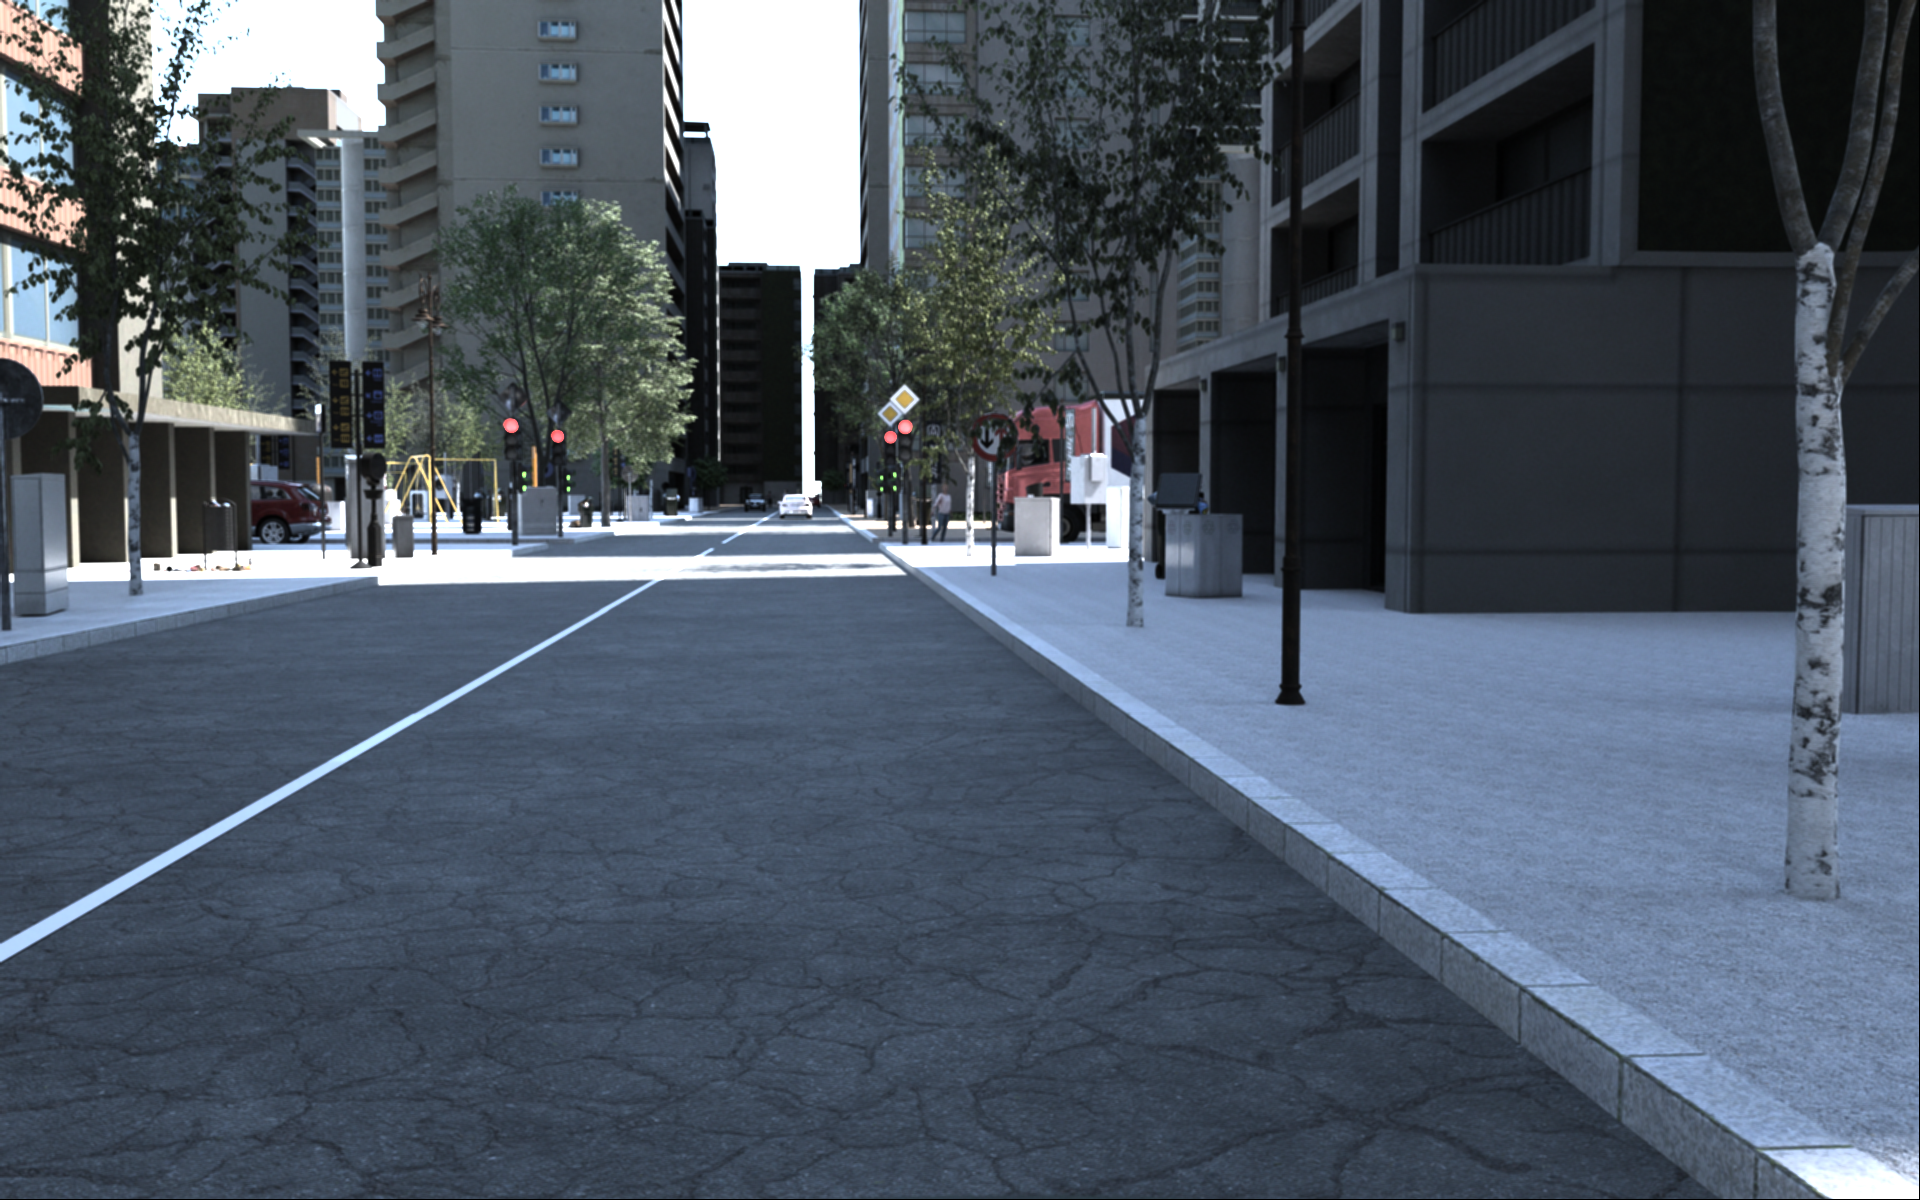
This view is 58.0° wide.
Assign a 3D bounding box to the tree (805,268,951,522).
[{"bbox_3d":[-3.540,-9.475,80.669,9.928,11.665,9.643,0,3,0],"label":"tree"}]

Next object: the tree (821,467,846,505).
[{"bbox_3d":[-14.890,-13.493,204.331,4.285,4.588,4.351,0,3,0],"label":"tree"}]

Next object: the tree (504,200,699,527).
[{"bbox_3d":[-14.300,-9.146,67.658,7.486,12.596,7.792,0,3,0],"label":"tree"}]

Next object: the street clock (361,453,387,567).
[{"bbox_3d":[-10.290,-1.580,30.406,0.358,2.002,0.471,1,4,17],"label":"street clock"}]

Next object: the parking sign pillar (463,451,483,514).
[{"bbox_3d":[-30.915,-7.431,109.972,1.447,3.967,1.447,2,4,24],"label":"parking sign pillar"}]

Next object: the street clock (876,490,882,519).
[{"bbox_3d":[-4.232,-5.270,90.732,0.471,2.002,0.358,-1,4,-21],"label":"street clock"}]

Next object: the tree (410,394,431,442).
[{"bbox_3d":[-35.645,-9.618,107.618,4.737,8.622,4.395,0,3,0],"label":"tree"}]

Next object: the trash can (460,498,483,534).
[{"bbox_3d":[-15.698,-2.694,55.694,0.748,1.137,0.748,0,3,0],"label":"trash can"}]

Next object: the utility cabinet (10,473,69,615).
[{"bbox_3d":[-9.893,-0.607,18.610,0.318,1.500,1.173,-1,4,-17],"label":"utility cabinet"}]

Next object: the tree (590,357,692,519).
[{"bbox_3d":[-16.123,-8.578,90.612,4.737,8.622,4.395,0,3,0],"label":"tree"}]

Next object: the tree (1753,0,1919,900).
[{"bbox_3d":[2.718,-3.345,5.046,4.360,8.622,3.978,0,3,0],"label":"tree"}]

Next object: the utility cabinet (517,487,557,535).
[{"bbox_3d":[-13.036,-2.739,53.461,1.173,1.500,0.318,-3,4,-39],"label":"utility cabinet"}]

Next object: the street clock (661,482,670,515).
[{"bbox_3d":[-17.849,-6.141,104.973,0.471,2.002,0.358,-2,4,-32],"label":"street clock"}]

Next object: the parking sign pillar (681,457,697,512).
[{"bbox_3d":[-19.571,-8.400,125.814,1.447,3.967,1.447,1,4,14],"label":"parking sign pillar"}]

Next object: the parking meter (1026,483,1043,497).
[{"bbox_3d":[1.634,-1.815,38.091,0.372,1.533,0.369,0,3,0],"label":"parking meter"}]

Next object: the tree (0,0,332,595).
[{"bbox_3d":[-10.437,-4.383,22.022,4.737,8.622,4.395,0,3,0],"label":"tree"}]

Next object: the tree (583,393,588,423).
[{"bbox_3d":[-19.273,-9.032,98.030,4.737,8.622,4.395,0,3,0],"label":"tree"}]

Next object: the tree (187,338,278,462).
[{"bbox_3d":[-34.166,-8.024,81.560,4.360,8.622,3.978,0,3,0],"label":"tree"}]

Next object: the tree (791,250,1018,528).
[{"bbox_3d":[-1.920,-8.038,65.833,8.767,10.594,7.601,-1,4,-18],"label":"tree"}]

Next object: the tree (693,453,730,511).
[{"bbox_3d":[-19.643,-9.259,135.098,4.285,4.588,4.351,0,3,0],"label":"tree"}]

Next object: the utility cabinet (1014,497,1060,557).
[{"bbox_3d":[1.585,-1.498,35.661,1.020,1.237,0.306,3,5,44],"label":"utility cabinet"}]

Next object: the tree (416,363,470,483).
[{"bbox_3d":[-30.007,-9.047,98.277,4.360,8.622,3.978,0,3,0],"label":"tree"}]

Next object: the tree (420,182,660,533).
[{"bbox_3d":[-13.805,-8.040,57.205,9.928,11.665,9.643,0,3,0],"label":"tree"}]

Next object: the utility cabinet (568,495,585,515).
[{"bbox_3d":[-23.451,-5.798,105.952,1.020,1.237,0.306,-3,5,-42],"label":"utility cabinet"}]

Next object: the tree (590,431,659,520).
[{"bbox_3d":[-16.348,-6.182,84.782,4.285,4.588,4.351,0,3,0],"label":"tree"}]

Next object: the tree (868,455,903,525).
[{"bbox_3d":[-2.829,-4.788,72.887,1.663,3.219,1.824,0,3,0],"label":"tree"}]

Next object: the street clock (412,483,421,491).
[{"bbox_3d":[-32.163,-5.987,102.451,0.471,2.002,0.358,0,4,-3],"label":"street clock"}]

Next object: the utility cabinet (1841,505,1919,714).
[{"bbox_3d":[5.691,0.054,10.276,1.020,1.237,0.306,-1,4,-12],"label":"utility cabinet"}]

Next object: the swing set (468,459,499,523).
[{"bbox_3d":[-21.965,-4.855,76.997,3.119,2.851,2.862,-1,4,-18],"label":"swing set"}]

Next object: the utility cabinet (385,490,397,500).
[{"bbox_3d":[-29.529,-4.946,89.544,0.318,1.500,1.173,0,4,6],"label":"utility cabinet"}]

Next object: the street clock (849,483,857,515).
[{"bbox_3d":[-6.529,-6.201,105.954,0.471,2.002,0.358,0,3,0],"label":"street clock"}]

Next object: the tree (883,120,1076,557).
[{"bbox_3d":[0.269,-5.185,35.136,4.737,8.622,4.395,0,3,0],"label":"tree"}]

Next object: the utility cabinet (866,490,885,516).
[{"bbox_3d":[-4.822,-5.577,99.862,1.173,1.500,0.318,-1,4,-20],"label":"utility cabinet"}]

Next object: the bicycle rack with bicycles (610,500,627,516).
[{"bbox_3d":[-19.821,-5.412,101.861,2.852,0.926,2.925,-1,4,-17],"label":"bicycle rack with bicycles"}]

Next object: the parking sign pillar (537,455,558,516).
[{"bbox_3d":[-24.285,-6.894,101.192,1.447,3.967,1.447,-2,4,-24],"label":"parking sign pillar"}]

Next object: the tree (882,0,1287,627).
[{"bbox_3d":[1.596,-4.062,16.784,4.360,8.622,3.978,0,3,0],"label":"tree"}]

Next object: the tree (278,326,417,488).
[{"bbox_3d":[-26.628,-7.653,75.488,4.360,8.622,3.978,0,3,0],"label":"tree"}]

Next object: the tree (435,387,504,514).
[{"bbox_3d":[-33.138,-10.023,114.244,4.737,8.622,4.395,0,3,0],"label":"tree"}]

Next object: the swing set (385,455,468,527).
[{"bbox_3d":[-21.852,-4.439,70.191,2.862,2.851,3.119,-2,4,-28],"label":"swing set"}]

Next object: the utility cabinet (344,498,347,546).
[{"bbox_3d":[-15.035,-1.970,43.364,0.306,1.237,1.020,0,4,8],"label":"utility cabinet"}]

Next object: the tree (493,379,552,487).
[{"bbox_3d":[-26.507,-9.552,106.537,4.360,8.622,3.978,0,3,0],"label":"tree"}]

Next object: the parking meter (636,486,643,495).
[{"bbox_3d":[-19.414,-6.066,104.886,0.255,1.863,0.399,-3,5,-39],"label":"parking meter"}]

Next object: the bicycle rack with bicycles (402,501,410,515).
[{"bbox_3d":[-30.295,-4.897,93.446,2.852,0.926,2.925,0,4,-3],"label":"bicycle rack with bicycles"}]

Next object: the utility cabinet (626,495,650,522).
[{"bbox_3d":[-15.074,-4.276,81.072,1.020,1.237,0.306,0,4,8],"label":"utility cabinet"}]
